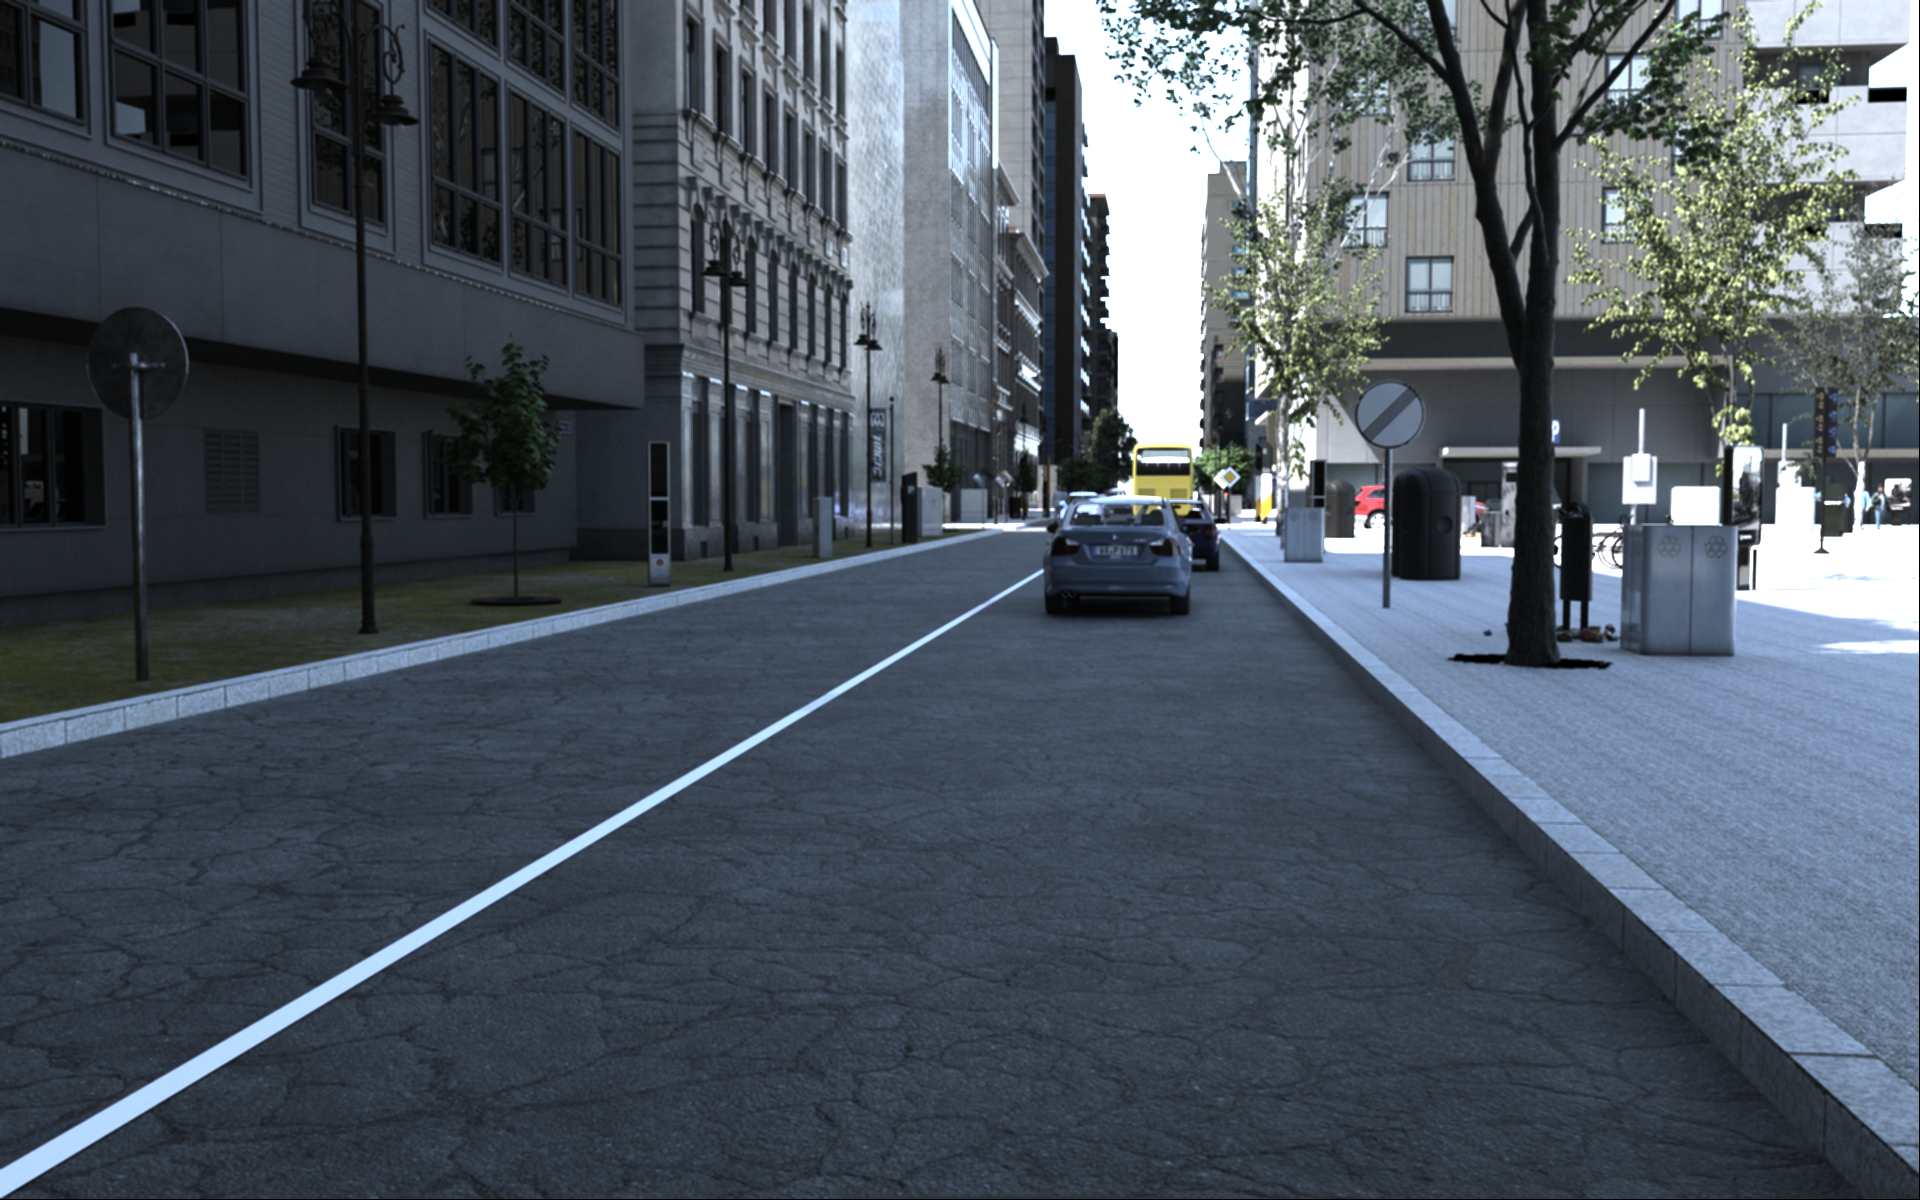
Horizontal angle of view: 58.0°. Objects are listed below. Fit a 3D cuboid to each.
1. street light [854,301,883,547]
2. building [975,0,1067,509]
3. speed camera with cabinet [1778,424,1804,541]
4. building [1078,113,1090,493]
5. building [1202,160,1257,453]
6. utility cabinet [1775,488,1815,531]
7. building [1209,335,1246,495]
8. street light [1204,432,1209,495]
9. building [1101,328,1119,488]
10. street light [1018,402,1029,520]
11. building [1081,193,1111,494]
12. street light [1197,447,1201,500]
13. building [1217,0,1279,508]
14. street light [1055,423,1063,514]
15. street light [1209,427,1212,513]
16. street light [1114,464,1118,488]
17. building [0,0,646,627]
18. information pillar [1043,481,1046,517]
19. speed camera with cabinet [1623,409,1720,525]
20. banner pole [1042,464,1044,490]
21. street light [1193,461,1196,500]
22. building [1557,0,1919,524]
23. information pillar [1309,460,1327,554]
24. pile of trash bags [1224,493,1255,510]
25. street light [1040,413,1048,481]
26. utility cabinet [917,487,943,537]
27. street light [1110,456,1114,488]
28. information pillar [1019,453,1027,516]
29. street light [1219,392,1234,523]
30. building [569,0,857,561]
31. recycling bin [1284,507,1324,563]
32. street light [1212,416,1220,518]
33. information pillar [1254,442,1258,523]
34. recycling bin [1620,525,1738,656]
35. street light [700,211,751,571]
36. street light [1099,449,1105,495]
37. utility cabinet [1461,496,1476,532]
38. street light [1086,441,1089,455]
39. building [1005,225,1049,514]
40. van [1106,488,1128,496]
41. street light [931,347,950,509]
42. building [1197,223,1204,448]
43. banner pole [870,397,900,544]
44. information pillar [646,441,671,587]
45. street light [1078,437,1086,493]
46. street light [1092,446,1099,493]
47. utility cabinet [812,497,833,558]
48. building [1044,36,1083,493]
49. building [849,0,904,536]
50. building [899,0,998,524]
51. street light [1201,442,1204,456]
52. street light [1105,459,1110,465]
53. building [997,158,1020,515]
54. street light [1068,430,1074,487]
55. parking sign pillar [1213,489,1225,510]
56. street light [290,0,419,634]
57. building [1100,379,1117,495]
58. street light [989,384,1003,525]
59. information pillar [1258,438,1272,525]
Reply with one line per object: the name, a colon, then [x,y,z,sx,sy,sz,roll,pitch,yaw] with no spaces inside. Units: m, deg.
street light: [-2.194,-4.211,41.632,0.468,5.910,1.993,0,4,7]
building: [-0.673,-43.924,156.407,20.563,71.187,20.611,0,4,7]
speed camera with cabinet: [23.048,-3.285,48.042,0.660,3.252,2.038,2,4,25]
building: [3.195,-35.355,197.661,23.786,49.044,30.456,0,4,7]
building: [45.501,-38.088,246.438,21.300,48.544,21.600,0,4,7]
utility cabinet: [28.540,-3.089,59.184,0.318,1.500,1.173,-3,5,-42]
building: [43.251,-21.816,201.736,27.650,21.520,28.899,0,4,7]
street light: [16.846,-8.784,116.407,0.468,5.910,1.993,0,4,7]
building: [19.928,-32.104,296.607,14.160,30.474,14.107,0,4,7]
street light: [3.160,-6.896,85.543,0.468,5.910,1.993,0,4,7]
building: [10.026,-36.170,246.003,22.147,44.769,28.867,0,4,7]
street light: [20.216,-10.483,144.191,0.468,5.910,1.993,0,4,7]
building: [37.312,-52.458,170.362,22.319,86.520,31.000,0,4,7]
street light: [6.344,-8.473,111.317,0.468,5.910,1.993,0,4,7]
street light: [15.209,-7.962,102.967,0.468,5.910,1.993,0,4,7]
street light: [18.872,-14.691,212.991,0.468,5.910,1.993,0,4,7]
building: [-14.037,-13.876,20.388,14.314,27.812,24.014,0,4,7]
information pillar: [4.732,-5.549,95.217,0.304,2.012,0.304,1,4,22]
speed camera with cabinet: [16.560,-2.813,40.333,2.038,3.252,0.660,1,4,14]
banner pole: [6.961,-9.537,145.950,0.401,3.779,0.863,0,4,-7]
street light: [23.131,-11.937,167.962,0.468,5.910,1.993,0,4,7]
building: [28.947,-30.219,83.320,27.495,52.752,28.713,0,4,7]
information pillar: [7.688,-2.004,37.258,0.304,2.012,0.304,0,4,-1]
pile of trash bags: [22.586,-8.039,141.191,1.912,1.369,3.447,-2,4,-26]
street light: [4.793,-7.684,98.425,0.468,5.910,1.993,0,4,7]
utility cabinet: [-0.937,-2.623,51.570,0.318,1.500,1.173,2,4,30]
street light: [17.187,-13.888,199.856,0.468,5.910,1.993,0,4,7]
information pillar: [3.662,-6.649,100.073,0.504,3.616,0.183,2,4,32]
street light: [11.960,-6.386,77.201,0.468,5.910,1.993,0,4,7]
building: [-8.811,-11.784,41.814,9.793,20.994,18.267,0,4,7]
recycling bin: [6.524,-1.241,32.839,0.722,1.027,0.722,1,4,11]
street light: [13.520,-7.175,90.092,0.468,5.910,1.993,0,4,7]
information pillar: [13.501,-5.289,77.826,0.504,3.616,0.183,2,4,32]
recycling bin: [5.822,-0.092,14.054,0.722,1.027,0.722,0,4,7]
street light: [-3.857,-3.417,28.659,0.468,5.910,1.993,0,4,7]
street light: [14.039,-12.311,174.078,0.468,5.910,1.993,0,4,7]
utility cabinet: [17.093,-2.919,58.895,0.306,1.237,1.020,-2,4,-24]
street light: [10.750,-10.702,147.768,0.468,5.910,1.993,0,4,7]
building: [-0.235,-17.560,123.254,11.583,22.565,21.152,0,4,7]
van: [11.281,-7.212,124.922,2.013,2.044,4.112,0,4,8]
street light: [-0.615,-4.999,54.521,0.468,5.910,1.993,0,4,7]
building: [48.604,-37.732,271.549,22.147,44.769,28.867,0,4,7]
banner pole: [-1.963,-3.330,44.467,0.863,3.779,0.401,-1,4,-19]
information pillar: [-4.176,-1.194,24.010,0.304,2.012,0.304,-1,4,-13]
street light: [9.541,-10.082,137.628,0.468,5.910,1.993,0,4,7]
street light: [12.445,-11.523,161.191,0.468,5.910,1.993,0,4,7]
utility cabinet: [-2.805,-1.470,35.195,0.306,1.237,1.020,-1,4,-12]
building: [5.043,-32.086,174.710,14.600,45.320,14.200,0,4,7]
building: [-10.963,-12.373,57.044,16.860,20.320,10.420,0,4,7]
building: [-5.194,-16.212,83.083,12.078,24.808,19.932,0,4,7]
street light: [18.506,-9.595,129.658,0.468,5.910,1.993,0,4,7]
street light: [15.642,-13.099,186.964,0.468,5.910,1.993,0,4,7]
building: [-2.798,-16.758,102.879,11.050,23.489,19.941,0,4,7]
street light: [8.013,-9.285,124.594,0.468,5.910,1.993,0,4,7]
parking sign pillar: [20.455,-9.172,138.429,1.447,3.967,1.447,0,4,7]
street light: [-5.445,-2.629,15.772,0.468,5.910,1.993,0,4,7]
building: [10.700,-26.382,276.388,27.650,21.520,28.899,0,4,7]
street light: [1.485,-6.053,71.747,0.468,5.910,1.993,0,4,7]
information pillar: [12.734,-4.927,71.911,0.183,3.616,0.504,-3,5,-41]
